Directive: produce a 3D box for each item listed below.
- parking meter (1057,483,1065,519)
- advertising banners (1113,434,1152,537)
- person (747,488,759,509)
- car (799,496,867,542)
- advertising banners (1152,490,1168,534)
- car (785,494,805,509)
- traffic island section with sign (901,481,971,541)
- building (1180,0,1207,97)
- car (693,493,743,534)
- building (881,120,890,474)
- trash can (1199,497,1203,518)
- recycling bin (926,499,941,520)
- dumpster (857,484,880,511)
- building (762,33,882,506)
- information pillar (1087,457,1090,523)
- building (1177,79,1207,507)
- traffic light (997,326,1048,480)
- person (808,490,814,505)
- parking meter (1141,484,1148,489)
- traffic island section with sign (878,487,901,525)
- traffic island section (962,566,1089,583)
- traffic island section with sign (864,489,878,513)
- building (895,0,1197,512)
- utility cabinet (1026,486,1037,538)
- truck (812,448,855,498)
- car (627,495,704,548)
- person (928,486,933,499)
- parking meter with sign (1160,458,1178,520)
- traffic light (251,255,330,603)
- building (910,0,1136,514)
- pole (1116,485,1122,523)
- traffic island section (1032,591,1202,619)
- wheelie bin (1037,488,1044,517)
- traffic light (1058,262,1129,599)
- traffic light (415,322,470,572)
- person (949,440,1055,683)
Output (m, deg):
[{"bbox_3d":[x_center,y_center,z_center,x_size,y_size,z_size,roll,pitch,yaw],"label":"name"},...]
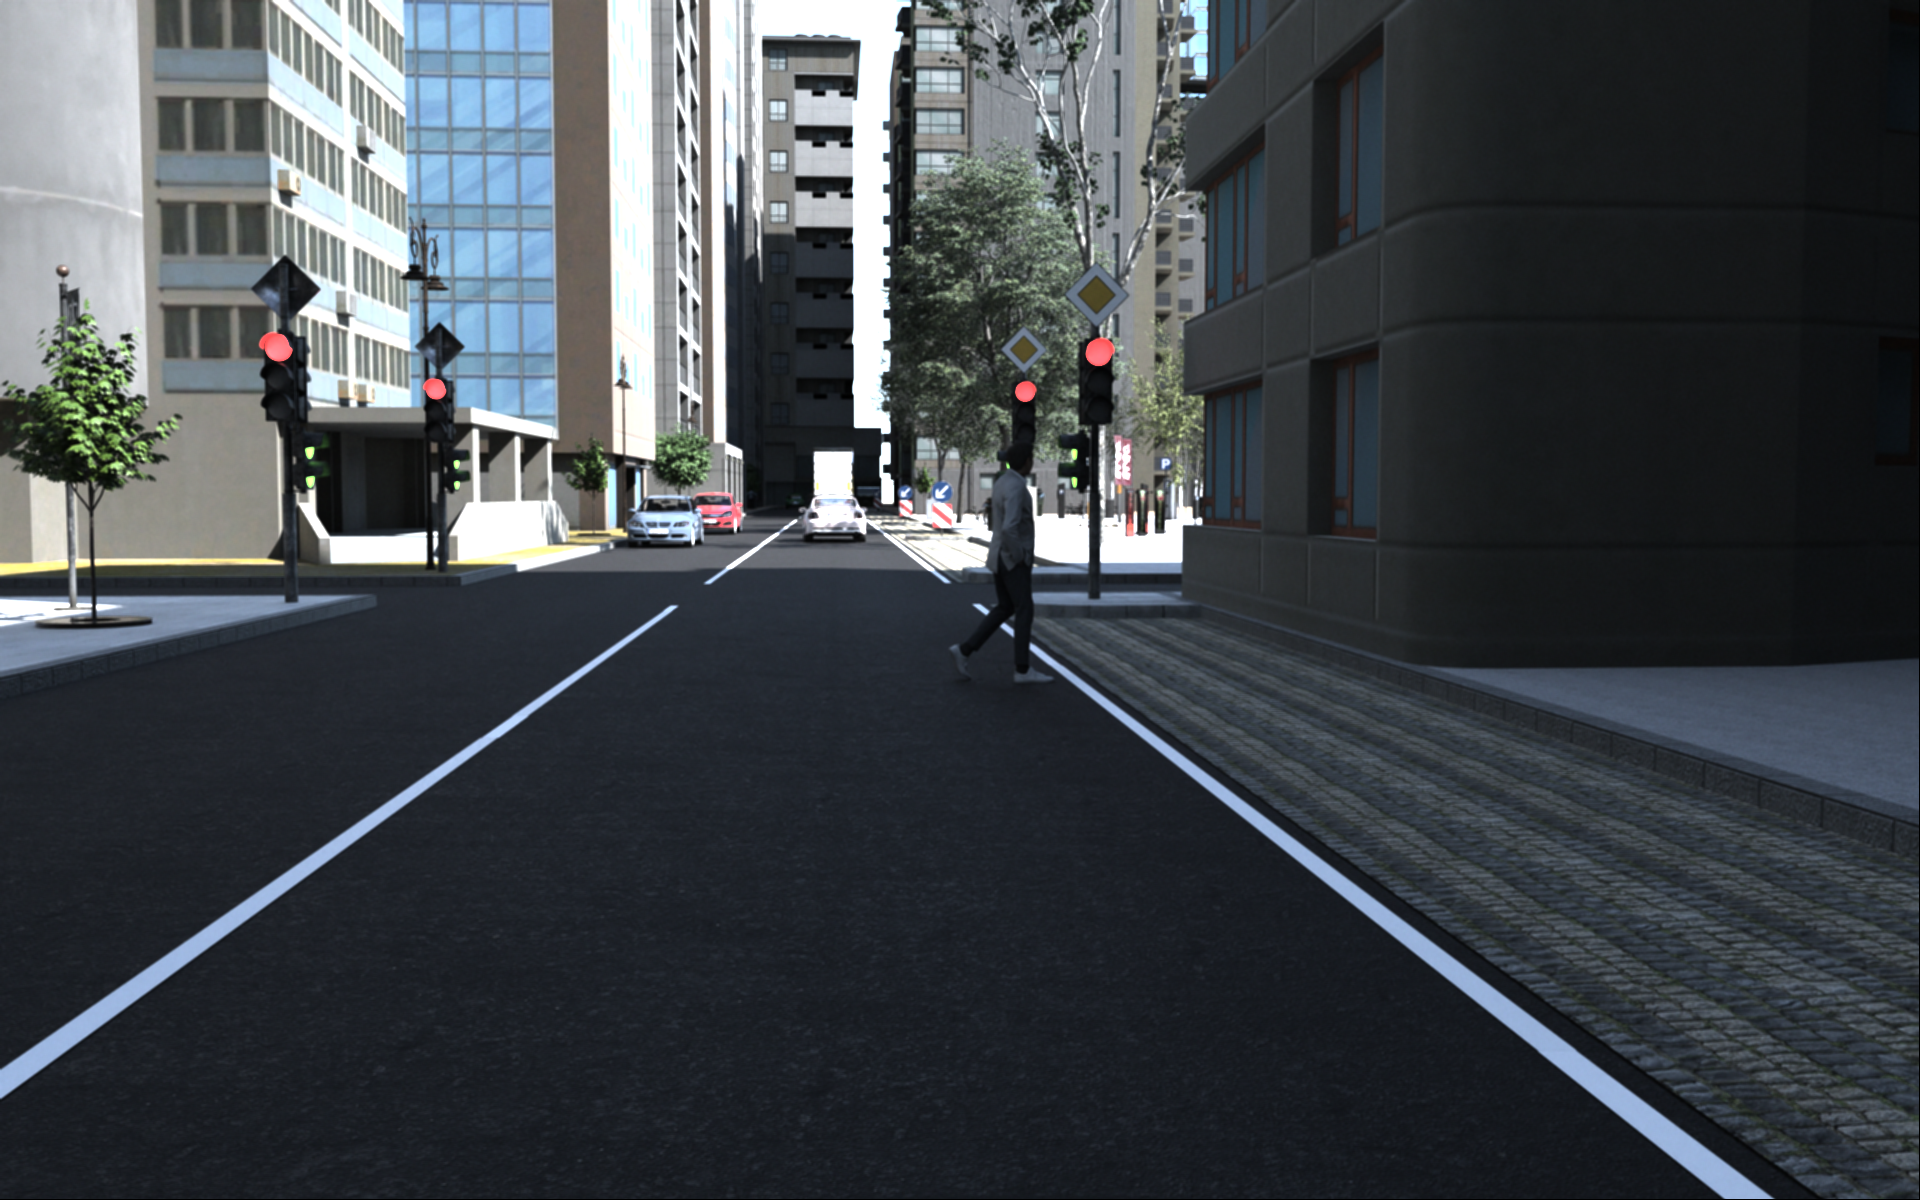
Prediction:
[{"bbox_3d":[5.208,-5.111,89.276,0.399,1.863,0.255,0,4,0],"label":"parking meter"},{"bbox_3d":[5.089,-3.394,51.687,0.090,3.025,2.074,2,4,35],"label":"advertising banners"},{"bbox_3d":[-17.768,-8.658,147.581,1.348,1.826,0.705,1,4,16],"label":"person"},{"bbox_3d":[-3.868,-2.487,53.027,2.083,1.381,4.827,0,4,-6],"label":"car"},{"bbox_3d":[5.803,-3.583,54.766,2.074,3.025,0.090,-3,4,-37],"label":"advertising banners"},{"bbox_3d":[-15.890,-9.657,166.685,1.959,1.807,4.718,0,4,-6],"label":"car"},{"bbox_3d":[-0.711,-2.759,53.741,1.989,1.847,2.006,0,4,-4],"label":"traffic island section with sign"},{"bbox_3d":[37.443,-54.270,199.985,31.000,86.520,22.319,0,4,-4],"label":"building"},{"bbox_3d":[-8.924,-3.286,62.761,2.155,1.783,4.494,0,4,-3],"label":"car"},{"bbox_3d":[6.169,-35.518,200.333,30.456,49.044,23.786,0,4,-4],"label":"building"},{"bbox_3d":[13.146,-5.031,93.914,0.748,1.137,0.748,0,3,0],"label":"trash can"},{"bbox_3d":[-1.282,-4.546,86.874,0.722,1.027,0.722,1,4,14],"label":"recycling bin"},{"bbox_3d":[-7.635,-8.553,144.794,1.985,2.255,1.502,0,4,-3],"label":"dumpster"},{"bbox_3d":[-23.126,-37.360,200.068,27.495,52.752,28.713,0,4,-4],"label":"building"},{"bbox_3d":[5.879,-5.209,76.528,0.504,3.616,0.183,1,4,10],"label":"information pillar"},{"bbox_3d":[19.984,-29.975,173.685,14.086,41.232,14.154,0,4,-4],"label":"building"},{"bbox_3d":[1.046,-2.457,29.086,0.839,4.253,0.868,0,4,-4],"label":"traffic light"},{"bbox_3d":[-11.422,-7.689,134.744,0.750,1.759,0.617,-2,4,-34],"label":"person"},{"bbox_3d":[10.288,-5.555,96.535,0.399,1.863,0.255,-1,4,-17],"label":"parking meter"},{"bbox_3d":[-2.675,-4.404,80.625,1.989,1.847,2.006,0,4,-4],"label":"traffic island section with sign"},{"bbox_3d":[1.087,-0.423,29.203,2.009,0.180,2.903,0,4,-4],"label":"traffic island section"},{"bbox_3d":[-6.348,-7.465,130.686,1.989,1.847,2.006,0,4,-4],"label":"traffic island section with sign"},{"bbox_3d":[6.156,-29.490,136.789,22.147,44.769,28.867,0,4,-4],"label":"building"},{"bbox_3d":[2.011,-2.525,49.962,0.318,1.500,1.173,0,4,-4],"label":"utility cabinet"},{"bbox_3d":[-8.091,-7.440,110.557,2.839,4.237,11.283,0,4,-4],"label":"truck"},{"bbox_3d":[-8.095,-2.193,47.863,2.014,1.417,4.499,0,4,-3],"label":"car"},{"bbox_3d":[-1.792,-5.895,102.704,0.573,1.790,0.520,-2,4,-25],"label":"person"},{"bbox_3d":[10.304,-5.431,85.065,0.543,3.016,1.738,1,4,20],"label":"parking meter with sign"},{"bbox_3d":[-7.905,-1.926,20.411,0.839,4.253,0.868,0,4,-4],"label":"traffic light"},{"bbox_3d":[3.672,-26.381,114.923,14.154,41.232,14.086,0,4,-4],"label":"building"},{"bbox_3d":[7.071,-5.068,76.709,0.158,3.312,0.155,0,3,0],"label":"pole"},{"bbox_3d":[1.670,0.064,21.239,2.009,0.180,2.903,0,4,-4],"label":"traffic island section"},{"bbox_3d":[4.351,-5.499,97.815,0.980,1.594,0.693,-2,4,-35],"label":"wheelie bin"},{"bbox_3d":[1.629,-1.969,21.122,0.839,4.253,0.868,0,4,-4],"label":"traffic light"},{"bbox_3d":[-8.488,-2.413,28.375,0.839,4.253,0.868,0,4,-4],"label":"traffic light"},{"bbox_3d":[0.319,-0.296,13.188,0.795,1.843,0.661,0,4,-6],"label":"person"}]
